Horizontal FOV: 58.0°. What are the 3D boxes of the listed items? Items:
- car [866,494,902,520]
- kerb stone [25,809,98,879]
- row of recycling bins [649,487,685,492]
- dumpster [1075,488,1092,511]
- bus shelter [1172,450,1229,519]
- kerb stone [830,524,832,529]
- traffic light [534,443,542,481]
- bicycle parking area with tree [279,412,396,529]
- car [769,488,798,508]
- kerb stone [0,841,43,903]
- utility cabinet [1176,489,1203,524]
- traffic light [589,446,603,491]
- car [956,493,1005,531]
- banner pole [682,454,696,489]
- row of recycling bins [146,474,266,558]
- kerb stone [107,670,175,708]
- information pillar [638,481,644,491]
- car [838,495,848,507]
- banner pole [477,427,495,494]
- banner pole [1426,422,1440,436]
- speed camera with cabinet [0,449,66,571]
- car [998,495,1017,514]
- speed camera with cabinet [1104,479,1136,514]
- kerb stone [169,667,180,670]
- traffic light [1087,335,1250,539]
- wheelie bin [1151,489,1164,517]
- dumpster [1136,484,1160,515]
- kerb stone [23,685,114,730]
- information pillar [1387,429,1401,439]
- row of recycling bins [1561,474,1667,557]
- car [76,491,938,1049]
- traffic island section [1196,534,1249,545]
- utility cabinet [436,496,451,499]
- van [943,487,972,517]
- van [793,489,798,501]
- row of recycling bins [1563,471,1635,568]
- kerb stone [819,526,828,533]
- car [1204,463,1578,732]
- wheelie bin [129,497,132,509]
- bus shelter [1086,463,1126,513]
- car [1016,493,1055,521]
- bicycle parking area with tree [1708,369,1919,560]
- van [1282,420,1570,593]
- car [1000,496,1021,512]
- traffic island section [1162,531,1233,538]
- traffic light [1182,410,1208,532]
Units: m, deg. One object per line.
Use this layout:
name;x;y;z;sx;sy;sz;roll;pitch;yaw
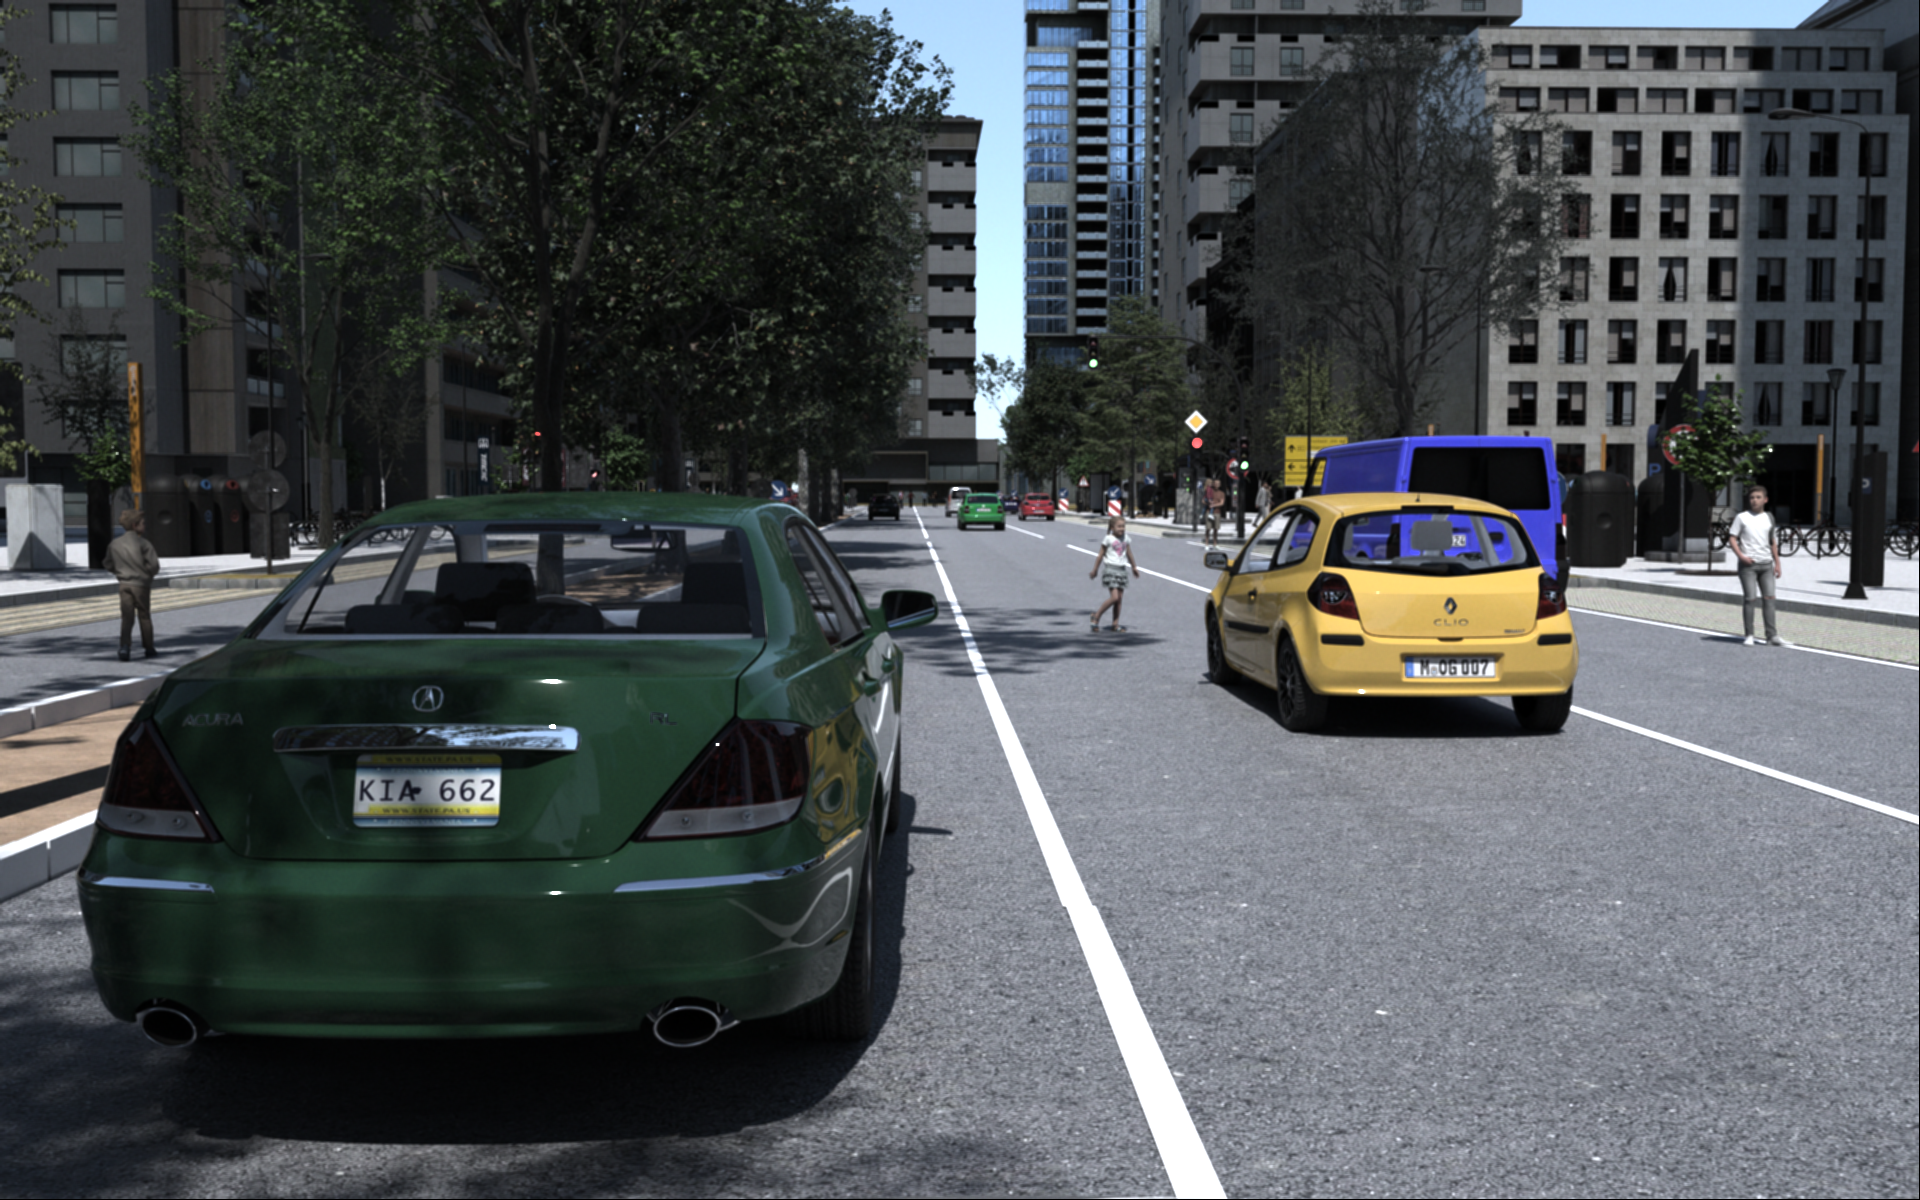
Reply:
car;-4.221;-5.282;96.146;2.009;1.686;4.222;0;4;-2
kerb stone;-3.452;0.937;6.928;0.120;0.150;1.000;0;4;-2
row of recycling bins;-17.232;-5.800;101.943;1.069;1.692;3.534;-3;4;-37
dumpster;9.511;-7.761;132.653;1.264;1.857;1.865;0;4;-2
bus shelter;11.530;-5.430;82.702;2.014;3.302;5.546;0;4;-2
kerb stone;-5.289;-2.858;68.939;0.120;0.150;1.000;0;4;-2
traffic light;-11.860;-3.695;49.332;0.839;4.253;0.868;0;4;-2
bicycle parking area with tree;-23.909;-4.637;62.821;9.016;4.147;8.231;-1;4;-9
car;-10.754;-5.778;103.149;2.281;1.827;5.304;0;4;-2
kerb stone;-3.421;0.996;5.906;0.120;0.150;1.000;0;4;-2
utility cabinet;9.673;-3.923;72.824;1.173;1.500;0.318;3;5;40
traffic light;-10.008;-5.061;57.410;4.771;5.953;1.251;0;4;-2
car;0.827;-3.706;69.385;1.959;1.807;4.718;0;4;-2
banner pole;-17.038;-7.212;107.930;0.863;3.779;0.401;-1;4;-16
row of recycling bins;-15.851;-1.793;36.434;1.069;1.692;3.534;1;4;12
kerb stone;-5.699;0.625;11.988;0.120;0.150;1.000;0;4;-2
information pillar;-17.935;-5.679;97.344;0.304;2.012;0.304;-1;4;-12
car;-13.967;-11.724;200.486;1.959;1.807;4.718;0;4;-2
banner pole;-17.711;-4.587;65.014;0.863;3.779;0.401;0;4;6
banner pole;16.598;-4.325;60.738;0.401;3.779;0.863;-2;4;-25
speed camera with cabinet;-15.987;-2.150;29.487;2.038;3.252;0.660;3;5;40
car;3.184;-6.931;125.896;1.945;1.354;3.894;0;4;-2
speed camera with cabinet;9.998;-6.996;108.725;2.038;3.252;0.660;3;4;36
kerb stone;-5.731;0.562;13.010;0.120;0.150;1.000;0;4;-2
traffic light;6.004;-4.591;49.734;4.771;5.953;1.251;0;4;-2
wheelie bin;11.314;-5.574;99.041;0.693;1.594;0.980;0;4;-2
dumpster;11.423;-6.065;104.922;1.264;1.857;1.865;0;4;-2
kerb stone;-5.662;0.687;10.958;0.120;0.150;1.000;0;4;-2
information pillar;15.119;-4.221;60.373;0.504;3.616;0.183;0;4;-1
row of recycling bins;12.816;-1.714;35.134;3.534;1.692;1.069;0;4;-1
car;-1.142;0.357;5.965;2.131;1.459;4.920;0;4;-1
traffic island section;8.133;-1.699;50.052;2.009;0.180;2.903;0;4;-2
utility cabinet;-17.611;-2.940;59.229;0.306;1.237;1.020;0;4;1
van;-0.040;-6.195;108.302;2.013;2.044;4.112;0;4;-3
van;-11.657;-7.378;127.642;2.013;2.044;4.112;0;4;-2
row of recycling bins;11.698;-1.504;31.702;1.069;1.692;3.534;1;4;20
kerb stone;-5.204;-2.671;65.862;0.120;0.150;1.000;0;4;-2
car;2.773;-0.102;11.894;2.015;1.641;3.980;0;4;-2
wheelie bin;-26.940;-3.002;56.985;0.693;1.594;0.980;-2;4;-29
bus shelter;9.561;-7.351;114.115;2.014;3.302;5.546;0;4;-2
car;4.142;-5.209;94.203;2.155;1.783;4.494;0;4;-1
bicycle parking area with tree;20.136;-3.067;37.146;9.016;4.147;8.231;1;4;15
van;5.293;-0.988;20.533;2.240;2.365;5.245;0;4;-2
car;3.421;-6.470;118.365;1.945;1.354;3.894;0;4;0
traffic island section;7.896;-2.187;58.034;2.009;0.180;2.903;0;4;-2
traffic light;7.856;-4.220;57.919;0.839;4.253;0.868;0;4;-2
